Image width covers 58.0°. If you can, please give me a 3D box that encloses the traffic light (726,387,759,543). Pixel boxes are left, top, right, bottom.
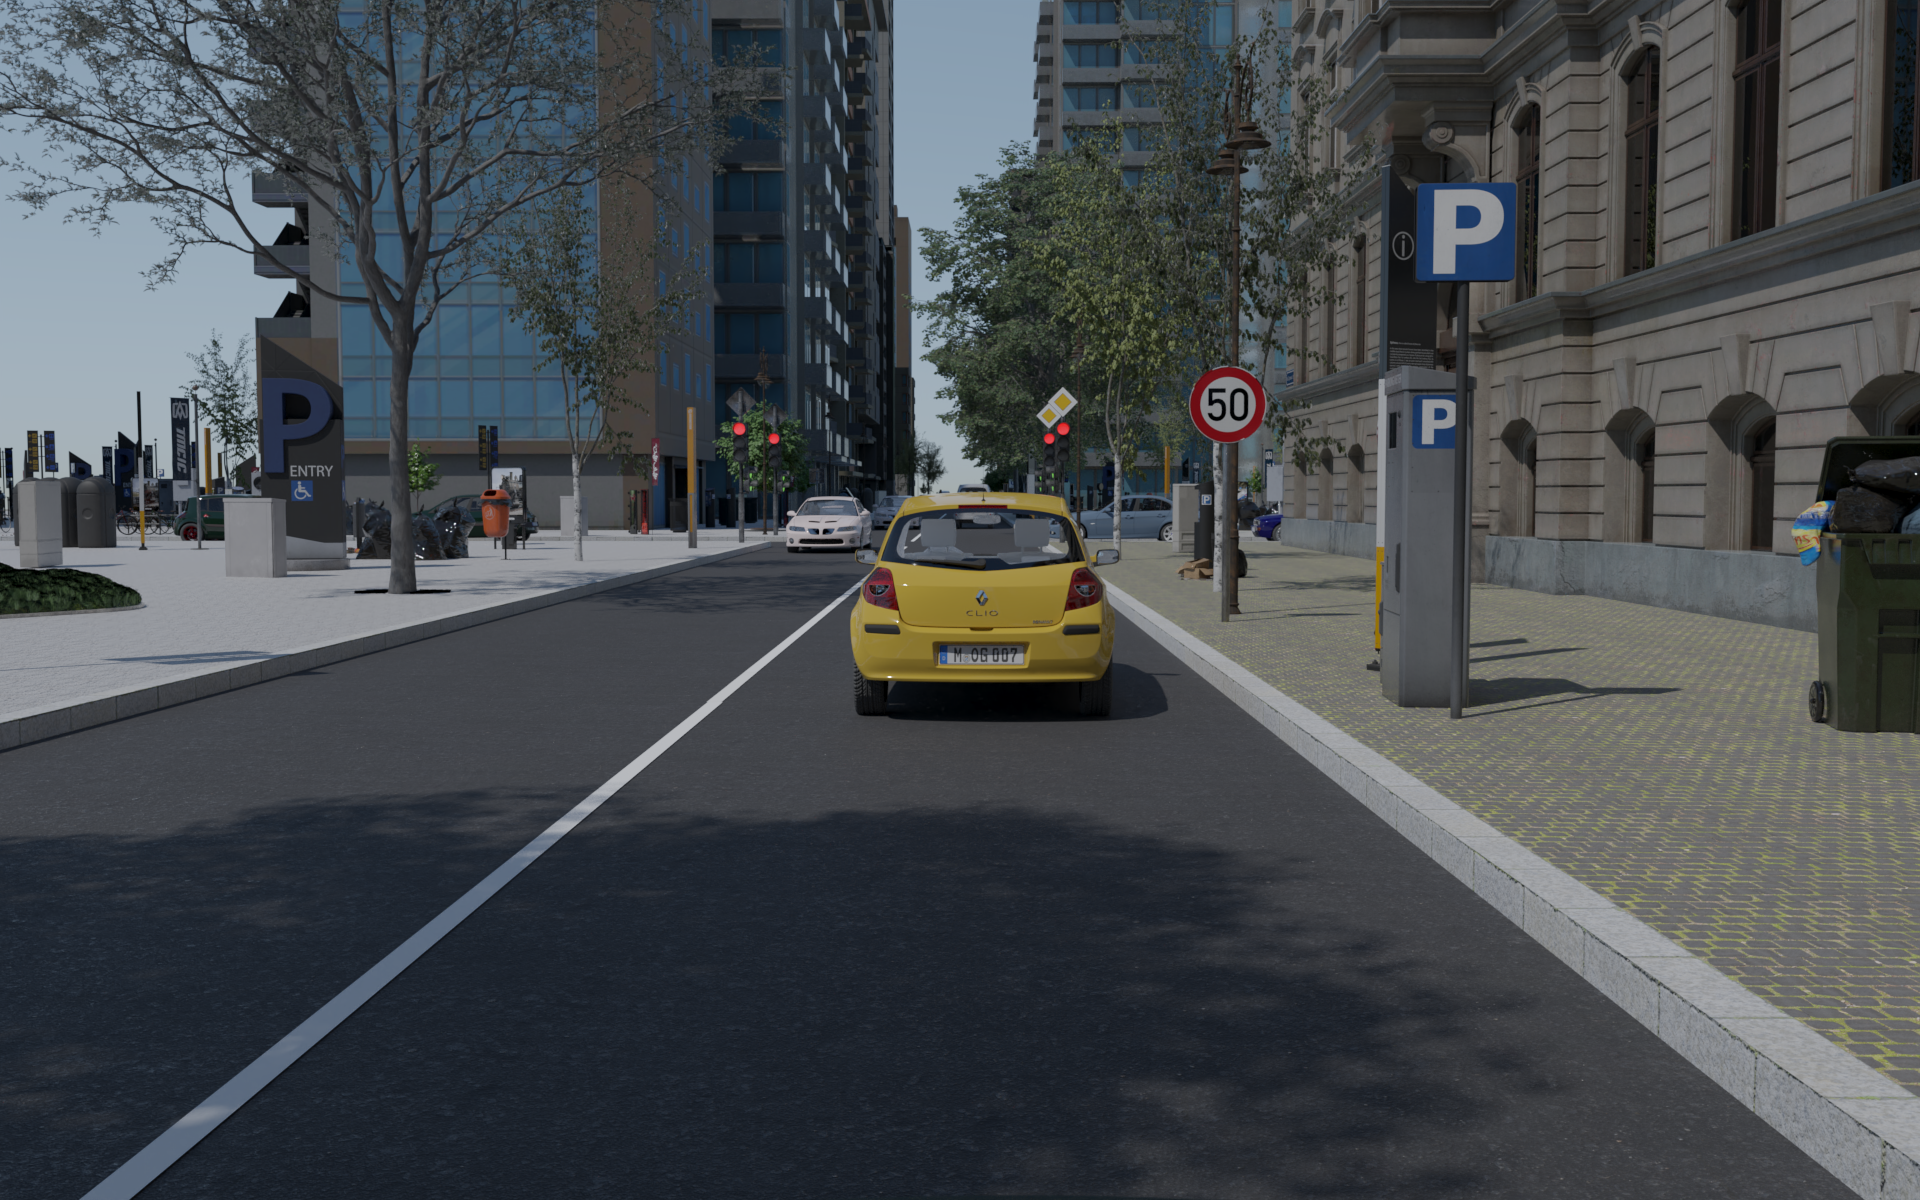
[{"bbox_3d":[-5.736,-3.462,45.528,0.839,4.253,0.868,0,4,0],"label":"traffic light"}]

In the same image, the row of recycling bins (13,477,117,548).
[{"bbox_3d":[-21.746,-2.133,41.989,3.534,1.692,1.069,2,4,33],"label":"row of recycling bins"}]

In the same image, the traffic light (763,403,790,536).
[{"bbox_3d":[-5.687,-3.951,53.513,0.839,4.253,0.868,0,4,0],"label":"traffic light"}]

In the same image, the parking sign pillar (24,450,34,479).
[{"bbox_3d":[-57.263,-7.218,106.483,1.447,3.967,1.447,-2,4,-32],"label":"parking sign pillar"}]

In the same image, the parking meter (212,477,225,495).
[{"bbox_3d":[-24.763,-3.188,57.831,0.255,1.863,0.399,3,5,42],"label":"parking meter"}]

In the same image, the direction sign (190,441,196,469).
[{"bbox_3d":[-33.106,-5.050,74.560,0.876,3.537,0.379,2,4,32],"label":"direction sign"}]

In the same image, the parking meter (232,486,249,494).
[{"bbox_3d":[-23.738,-2.970,56.979,0.372,1.533,0.369,0,3,0],"label":"parking meter"}]

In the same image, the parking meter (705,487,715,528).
[{"bbox_3d":[-9.550,-3.535,66.213,0.372,1.533,0.369,0,3,0],"label":"parking meter"}]

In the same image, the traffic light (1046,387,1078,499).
[{"bbox_3d":[2.675,-3.460,45.493,0.839,4.253,0.868,0,4,0],"label":"traffic light"}]

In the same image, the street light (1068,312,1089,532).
[{"bbox_3d":[3.036,-4.368,44.208,0.468,5.910,1.993,0,4,0],"label":"street light"}]

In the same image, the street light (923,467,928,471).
[{"bbox_3d":[-4.998,-16.306,239.387,0.468,5.910,1.993,0,4,0],"label":"street light"}]

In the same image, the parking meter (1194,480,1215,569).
[{"bbox_3d":[4.079,-1.245,28.772,0.372,1.533,0.369,0,3,0],"label":"parking meter"}]

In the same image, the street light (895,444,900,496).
[{"bbox_3d":[-5.591,-11.220,156.235,0.468,5.910,1.993,0,4,0],"label":"street light"}]

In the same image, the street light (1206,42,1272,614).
[{"bbox_3d":[2.920,-2.787,18.354,0.468,5.910,1.993,0,4,0],"label":"street light"}]

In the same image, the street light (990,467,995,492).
[{"bbox_3d":[4.261,-16.049,235.181,0.468,5.910,1.993,0,4,0],"label":"street light"}]

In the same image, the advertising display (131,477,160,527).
[{"bbox_3d":[-31.485,-3.776,66.959,0.974,1.923,0.123,-2,4,-34],"label":"advertising display"}]

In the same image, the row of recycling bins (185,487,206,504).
[{"bbox_3d":[-42.187,-5.408,95.533,1.069,1.692,3.534,-3,4,-37],"label":"row of recycling bins"}]

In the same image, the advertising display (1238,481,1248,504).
[{"bbox_3d":[14.141,-5.045,87.703,0.974,1.923,0.123,3,4,38],"label":"advertising display"}]

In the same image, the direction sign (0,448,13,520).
[{"bbox_3d":[-46.601,-5.652,84.410,0.379,3.537,0.876,3,4,37],"label":"direction sign"}]

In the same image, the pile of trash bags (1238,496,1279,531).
[{"bbox_3d":[10.399,-3.159,61.405,1.912,1.369,3.447,-3,5,-40],"label":"pile of trash bags"}]

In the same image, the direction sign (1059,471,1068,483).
[{"bbox_3d":[7.005,-7.716,118.154,0.876,3.537,0.379,2,4,35],"label":"direction sign"}]

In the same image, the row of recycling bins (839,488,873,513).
[{"bbox_3d":[-7.596,-6.745,117.398,3.534,1.692,1.069,1,4,13],"label":"row of recycling bins"}]

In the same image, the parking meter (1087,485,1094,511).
[{"bbox_3d":[8.751,-6.767,116.351,0.399,1.863,0.255,-1,4,-19],"label":"parking meter"}]

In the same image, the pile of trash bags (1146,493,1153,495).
[{"bbox_3d":[13.518,-6.718,119.596,1.912,1.369,3.447,-1,4,-13],"label":"pile of trash bags"}]

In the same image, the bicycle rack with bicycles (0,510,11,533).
[{"bbox_3d":[-31.100,-2.682,57.237,2.852,0.926,2.925,0,4,-7],"label":"bicycle rack with bicycles"}]

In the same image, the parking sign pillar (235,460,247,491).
[{"bbox_3d":[-47.440,-7.748,115.152,1.447,3.967,1.447,-1,4,-14],"label":"parking sign pillar"}]

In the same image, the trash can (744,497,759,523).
[{"bbox_3d":[-9.194,-3.931,75.931,0.748,1.137,0.748,0,3,0],"label":"trash can"}]

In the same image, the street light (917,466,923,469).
[{"bbox_3d":[-5.176,-14.725,213.533,0.468,5.910,1.993,0,4,0],"label":"street light"}]

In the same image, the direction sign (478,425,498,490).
[{"bbox_3d":[-15.569,-3.990,57.227,0.379,3.537,0.876,2,4,28],"label":"direction sign"}]

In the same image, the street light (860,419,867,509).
[{"bbox_3d":[-5.934,-8.199,106.835,0.468,5.910,1.993,0,4,0],"label":"street light"}]

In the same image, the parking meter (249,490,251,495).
[{"bbox_3d":[-39.001,-5.288,94.867,0.372,1.533,0.369,0,3,0],"label":"parking meter"}]

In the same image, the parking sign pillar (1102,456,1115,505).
[{"bbox_3d":[10.586,-8.106,121.004,1.447,3.967,1.447,2,4,33],"label":"parking sign pillar"}]

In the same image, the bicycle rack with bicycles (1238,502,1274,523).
[{"bbox_3d":[13.116,-3.837,76.124,2.852,0.926,2.925,1,4,22],"label":"bicycle rack with bicycles"}]

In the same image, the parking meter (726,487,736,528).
[{"bbox_3d":[-8.752,-3.531,66.147,0.372,1.533,0.369,0,3,0],"label":"parking meter"}]

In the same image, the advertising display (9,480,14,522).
[{"bbox_3d":[-44.249,-4.622,80.787,0.123,1.923,0.974,-2,4,-25],"label":"advertising display"}]

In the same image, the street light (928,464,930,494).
[{"bbox_3d":[-4.828,-17.887,265.241,0.468,5.910,1.993,0,4,0],"label":"street light"}]

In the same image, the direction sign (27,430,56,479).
[{"bbox_3d":[-32.670,-4.261,61.663,0.876,3.537,0.379,-1,4,-21],"label":"direction sign"}]

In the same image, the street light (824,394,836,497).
[{"bbox_3d":[-6.034,-6.575,80.290,0.468,5.910,1.993,0,4,0],"label":"street light"}]

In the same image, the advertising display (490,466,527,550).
[{"bbox_3d":[-10.443,-2.133,40.089,0.974,1.923,0.123,2,4,26],"label":"advertising display"}]

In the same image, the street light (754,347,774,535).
[{"bbox_3d":[-6.147,-4.994,54.436,0.468,5.910,1.993,0,4,0],"label":"street light"}]

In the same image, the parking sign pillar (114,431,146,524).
[{"bbox_3d":[-35.481,-5.234,74.041,1.447,3.967,1.447,1,4,17],"label":"parking sign pillar"}]

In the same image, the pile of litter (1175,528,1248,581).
[{"bbox_3d":[3.799,-0.764,26.459,1.176,0.858,1.719,3,5,39],"label":"pile of litter"}]

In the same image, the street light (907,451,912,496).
[{"bbox_3d":[-5.331,-12.801,182.088,0.468,5.910,1.993,0,4,0],"label":"street light"}]

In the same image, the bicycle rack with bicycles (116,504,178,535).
[{"bbox_3d":[-25.802,-2.544,54.968,2.925,0.926,2.852,0,4,-1],"label":"bicycle rack with bicycles"}]

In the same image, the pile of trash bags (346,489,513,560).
[{"bbox_3d":[-10.233,-1.493,34.160,3.447,1.369,1.912,2,4,26],"label":"pile of trash bags"}]

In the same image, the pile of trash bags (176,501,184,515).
[{"bbox_3d":[-41.675,-4.883,89.592,3.447,1.369,1.912,1,4,10],"label":"pile of trash bags"}]

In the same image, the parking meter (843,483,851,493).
[{"bbox_3d":[-5.951,-5.221,91.070,0.399,1.863,0.255,1,4,22],"label":"parking meter"}]

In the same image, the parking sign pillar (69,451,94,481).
[{"bbox_3d":[-55.075,-7.347,108.602,1.447,3.967,1.447,3,5,45],"label":"parking sign pillar"}]

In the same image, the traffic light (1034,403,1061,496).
[{"bbox_3d":[2.724,-3.948,53.478,0.839,4.253,0.868,0,4,0],"label":"traffic light"}]

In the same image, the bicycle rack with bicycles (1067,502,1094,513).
[{"bbox_3d":[4.819,-3.829,75.993,2.925,0.926,2.852,0,4,-2],"label":"bicycle rack with bicycles"}]

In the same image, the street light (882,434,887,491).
[{"bbox_3d":[-5.631,-9.639,130.380,0.468,5.910,1.993,0,4,0],"label":"street light"}]

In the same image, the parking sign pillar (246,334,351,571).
[{"bbox_3d":[-11.123,-2.498,29.315,1.447,3.967,1.447,-1,4,-11],"label":"parking sign pillar"}]
